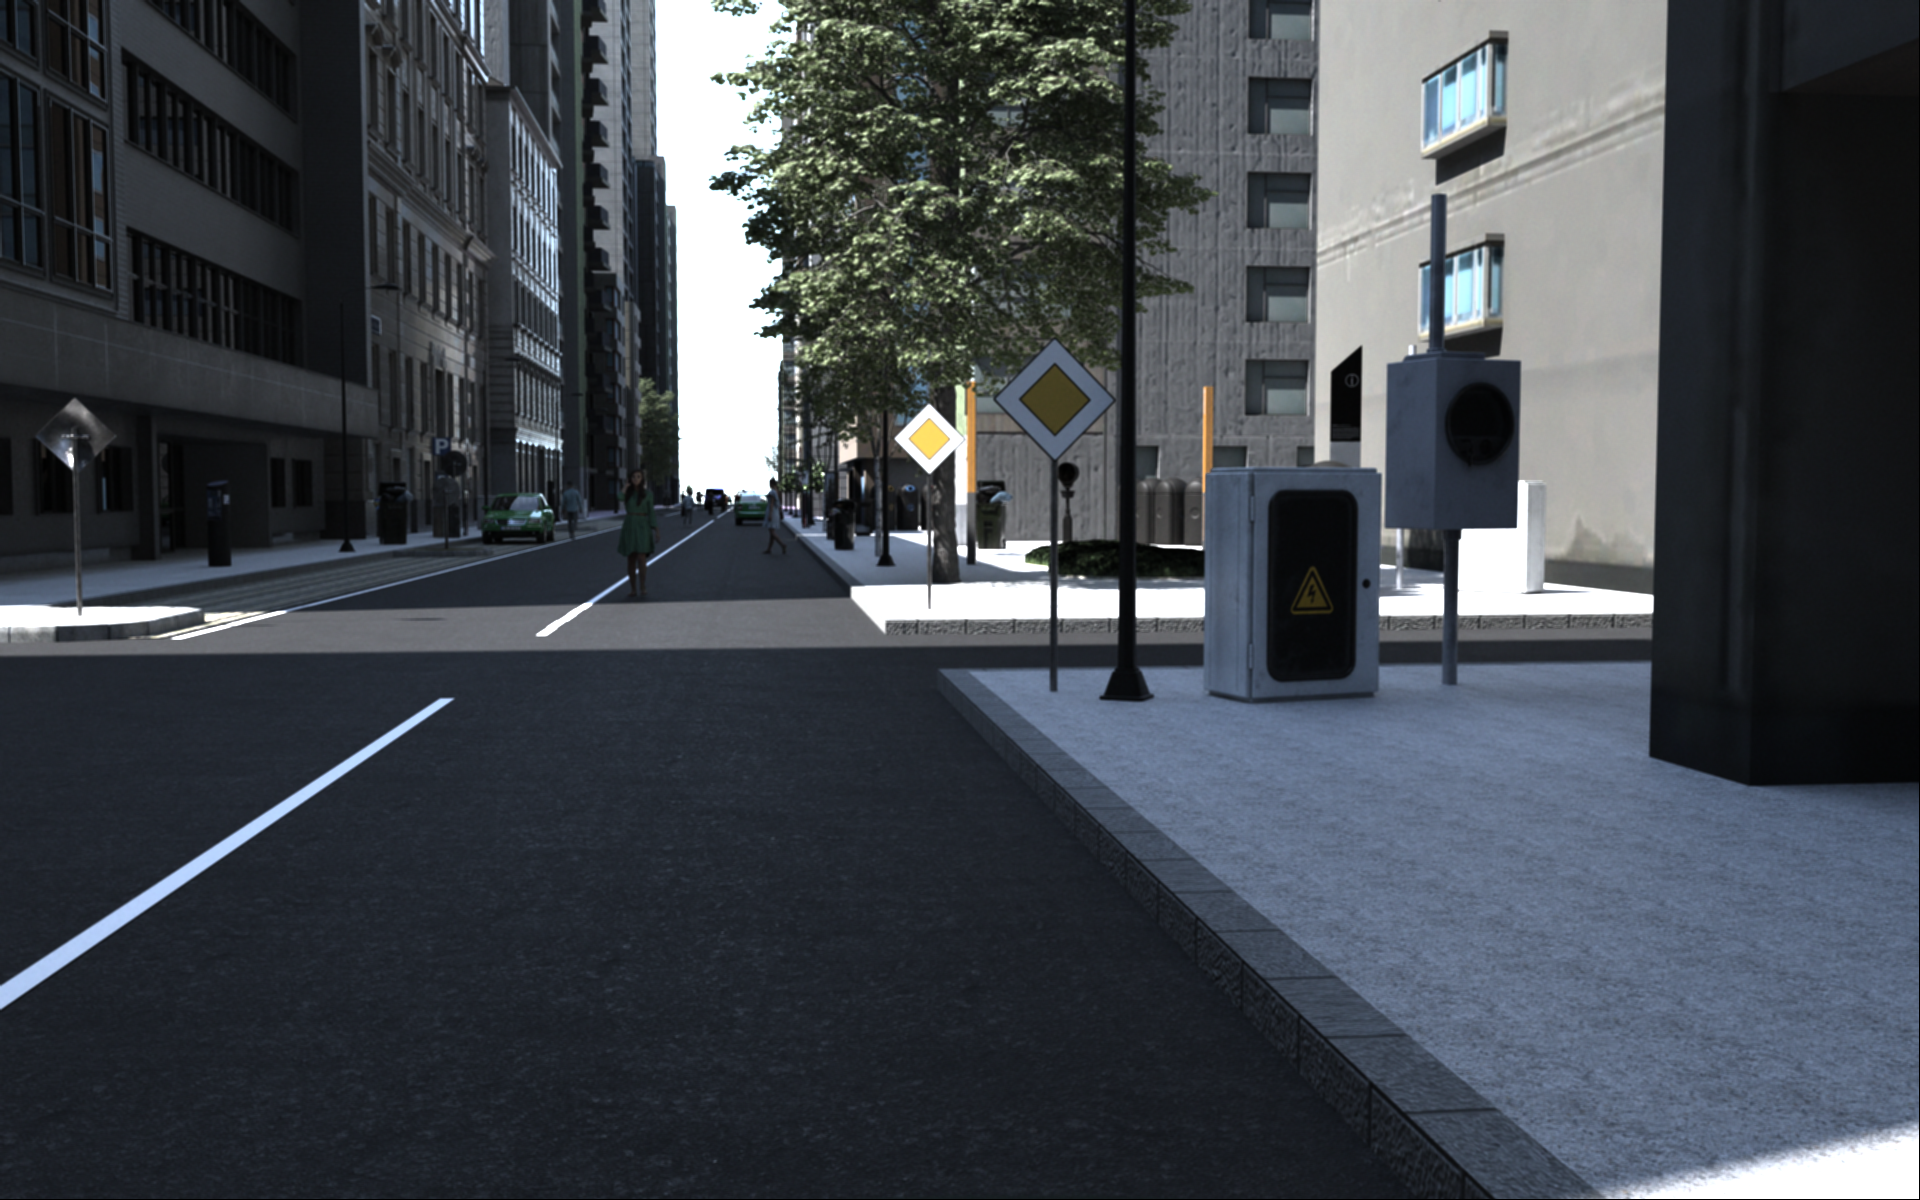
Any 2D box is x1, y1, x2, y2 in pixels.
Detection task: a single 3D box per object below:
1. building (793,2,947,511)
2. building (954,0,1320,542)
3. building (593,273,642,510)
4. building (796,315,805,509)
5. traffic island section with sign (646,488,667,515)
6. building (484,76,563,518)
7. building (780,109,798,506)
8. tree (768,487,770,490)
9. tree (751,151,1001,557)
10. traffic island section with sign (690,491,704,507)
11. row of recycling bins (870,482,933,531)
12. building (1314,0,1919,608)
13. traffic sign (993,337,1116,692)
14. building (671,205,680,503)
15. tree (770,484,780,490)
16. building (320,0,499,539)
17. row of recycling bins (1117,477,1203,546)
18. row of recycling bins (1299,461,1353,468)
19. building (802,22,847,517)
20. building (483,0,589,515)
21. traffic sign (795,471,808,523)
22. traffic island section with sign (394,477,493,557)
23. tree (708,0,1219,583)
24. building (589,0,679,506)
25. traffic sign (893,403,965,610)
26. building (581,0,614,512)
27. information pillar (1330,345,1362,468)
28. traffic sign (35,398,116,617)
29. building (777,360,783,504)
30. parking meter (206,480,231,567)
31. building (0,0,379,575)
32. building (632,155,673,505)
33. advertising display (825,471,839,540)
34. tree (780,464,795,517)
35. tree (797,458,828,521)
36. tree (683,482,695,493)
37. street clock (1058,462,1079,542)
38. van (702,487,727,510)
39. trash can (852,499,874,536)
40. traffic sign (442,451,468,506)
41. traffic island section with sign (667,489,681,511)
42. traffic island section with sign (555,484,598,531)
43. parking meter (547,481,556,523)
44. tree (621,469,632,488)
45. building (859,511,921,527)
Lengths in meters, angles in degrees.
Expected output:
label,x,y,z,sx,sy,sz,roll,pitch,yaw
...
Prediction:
label,x,y,z,sx,sy,sz,roll,pitch,yaw
building,-8.394,-31.297,161.819,14.600,45.320,14.200,0,4,-7
building,6.422,-22.584,52.851,14.154,41.232,14.086,0,4,-7
building,-42.276,-18.559,148.481,27.650,21.520,28.899,0,4,-7
building,0.815,-18.162,141.980,27.650,21.520,28.899,0,4,-7
traffic island section with sign,-21.125,-6.660,117.514,1.989,1.847,2.006,0,4,-7
building,-24.738,-14.256,82.236,9.793,20.994,18.267,0,4,-7
building,-12.234,-30.786,186.942,14.154,41.232,14.086,0,4,-7
tree,-21.642,-12.662,201.617,1.663,3.219,1.824,0,3,0
tree,-1.496,-5.190,35.217,4.360,8.622,3.978,0,3,0
traffic island section with sign,-34.029,-13.272,225.624,1.989,1.847,2.006,0,4,-7
row of recycling bins,-1.455,-3.326,61.485,3.534,1.692,1.069,-1,4,-18
building,18.109,-24.887,30.606,21.600,48.544,21.300,0,4,-7
traffic sign,0.606,-0.463,11.206,0.795,2.450,0.064,0,4,-7
building,-45.903,-33.862,237.244,14.154,41.232,14.086,0,4,-7
tree,-14.756,-9.307,146.764,1.663,3.219,1.824,0,3,0
building,-23.890,-16.049,59.657,12.463,27.353,25.104,0,4,-7
row of recycling bins,5.191,-2.248,43.875,1.069,1.692,3.534,-2,4,-32
row of recycling bins,4.791,-0.966,22.915,1.069,1.692,3.534,0,4,7
building,0.480,-34.764,110.395,21.231,58.520,28.212,0,4,-7
building,-29.066,-25.346,98.009,14.154,41.232,14.086,0,4,-7
traffic sign,-6.949,-4.530,76.187,0.606,2.300,0.079,0,4,2
traffic island section with sign,-11.865,-1.915,39.932,1.989,1.847,2.006,0,4,-7
tree,0.061,-6.499,24.392,7.486,12.596,7.792,0,3,0
building,-46.383,-47.719,218.450,20.563,71.187,20.611,0,4,-7
traffic sign,-0.341,-0.948,19.135,0.795,2.450,0.064,0,4,-7
building,-35.864,-28.398,118.936,22.147,44.769,28.867,0,4,-7
information pillar,6.099,-2.202,27.353,0.504,3.616,0.183,1,4,13
traffic sign,-9.225,-0.884,18.098,0.795,2.450,0.064,0,4,-7
building,-11.091,-24.099,239.065,27.650,21.520,28.899,0,4,-7
parking meter,-13.164,-1.367,30.761,0.372,1.533,0.369,0,3,0
building,-21.241,-13.010,31.781,14.314,24.678,30.058,0,4,-7
building,-41.542,-31.737,202.502,14.154,41.232,14.086,0,4,-7
advertising display,-3.591,-2.652,48.575,0.123,1.923,0.974,-1,4,-20
tree,-8.938,-6.169,95.468,1.663,3.219,1.824,0,3,0
tree,-6.881,-5.437,83.489,1.663,3.219,1.824,0,3,0
tree,-39.360,-15.678,250.934,1.663,3.219,1.824,0,3,0
street clock,2.469,-2.149,39.705,0.471,2.002,0.358,1,4,23
van,-22.429,-9.440,158.727,2.240,2.365,5.245,0,4,-5
trash can,-2.993,-2.555,53.433,0.748,1.137,0.748,0,3,0
traffic sign,-14.859,-3.108,50.929,0.768,2.556,0.104,0,4,1
traffic island section with sign,-24.316,-8.297,144.280,1.989,1.847,2.006,0,4,-7
traffic island section with sign,-15.089,-3.574,67.060,1.989,1.847,2.006,0,4,-7
parking meter,-18.051,-4.332,76.547,0.255,1.863,0.399,1,4,10
tree,-24.869,-8.335,130.879,1.663,3.219,1.824,0,3,0
building,1.982,-25.954,74.456,14.600,45.320,14.200,0,4,-7
